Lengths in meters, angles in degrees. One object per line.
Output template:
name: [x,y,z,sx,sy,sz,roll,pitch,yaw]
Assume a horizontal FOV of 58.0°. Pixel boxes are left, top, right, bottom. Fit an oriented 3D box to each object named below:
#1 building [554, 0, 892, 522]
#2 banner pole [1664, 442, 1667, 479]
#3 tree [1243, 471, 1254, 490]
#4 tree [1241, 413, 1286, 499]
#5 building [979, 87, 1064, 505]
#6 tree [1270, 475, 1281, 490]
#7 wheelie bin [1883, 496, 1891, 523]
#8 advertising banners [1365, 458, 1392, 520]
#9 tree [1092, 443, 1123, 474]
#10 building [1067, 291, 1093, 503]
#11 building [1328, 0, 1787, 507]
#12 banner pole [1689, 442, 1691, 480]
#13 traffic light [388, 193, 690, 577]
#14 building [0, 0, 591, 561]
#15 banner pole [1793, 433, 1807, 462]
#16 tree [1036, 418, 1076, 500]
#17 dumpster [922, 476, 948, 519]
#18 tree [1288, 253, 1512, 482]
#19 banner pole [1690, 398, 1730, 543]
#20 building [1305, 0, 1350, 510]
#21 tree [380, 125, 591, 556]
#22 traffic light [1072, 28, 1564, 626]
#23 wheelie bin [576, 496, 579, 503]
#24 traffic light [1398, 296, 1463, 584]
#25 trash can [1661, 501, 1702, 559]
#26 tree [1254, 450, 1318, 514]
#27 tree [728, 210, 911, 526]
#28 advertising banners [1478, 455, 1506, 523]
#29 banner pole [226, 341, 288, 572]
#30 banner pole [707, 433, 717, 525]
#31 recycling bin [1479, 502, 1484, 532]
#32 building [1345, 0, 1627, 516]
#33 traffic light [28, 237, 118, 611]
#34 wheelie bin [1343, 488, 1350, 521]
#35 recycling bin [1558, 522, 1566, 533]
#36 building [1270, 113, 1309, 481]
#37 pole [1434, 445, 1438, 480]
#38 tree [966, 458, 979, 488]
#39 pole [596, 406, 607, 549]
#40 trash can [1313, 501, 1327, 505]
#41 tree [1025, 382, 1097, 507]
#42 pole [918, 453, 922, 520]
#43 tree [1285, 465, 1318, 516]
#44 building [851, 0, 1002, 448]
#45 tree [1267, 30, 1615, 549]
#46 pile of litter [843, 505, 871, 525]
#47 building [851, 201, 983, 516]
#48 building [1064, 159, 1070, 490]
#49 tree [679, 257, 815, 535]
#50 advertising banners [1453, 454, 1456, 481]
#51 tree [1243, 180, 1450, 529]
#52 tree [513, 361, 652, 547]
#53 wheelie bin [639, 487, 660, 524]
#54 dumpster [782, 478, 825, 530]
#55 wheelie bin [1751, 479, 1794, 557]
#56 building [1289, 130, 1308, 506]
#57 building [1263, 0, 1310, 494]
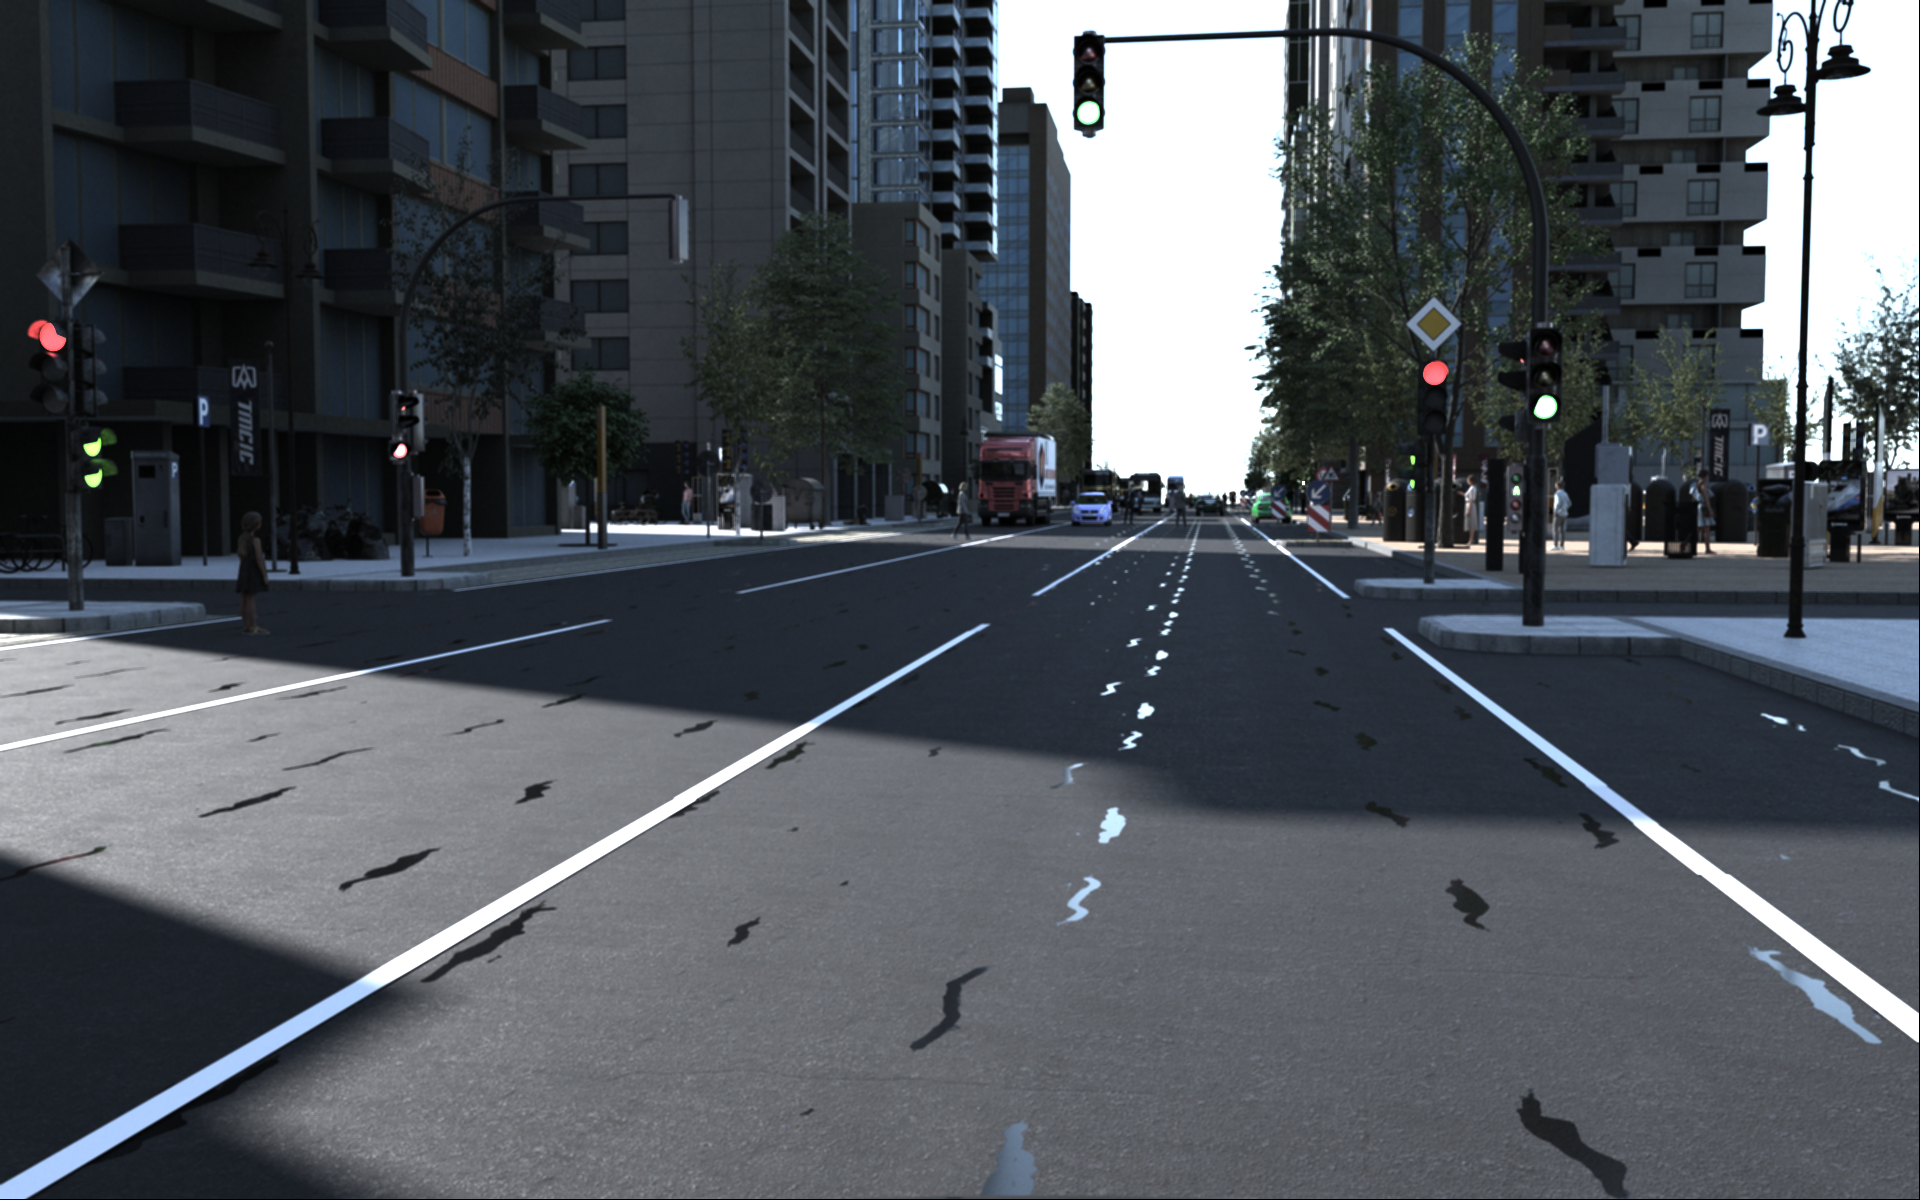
building: [-14.501,-39.872,90.165,20.563,71.187,20.611,1,4,8]
banner pole: [33.486,-5.646,82.328,0.401,3.779,0.863,2,4,27]
tree: [36.189,-13.989,212.432,4.285,4.588,4.351,0,3,0]
tree: [27.730,-12.440,153.756,4.737,8.622,4.395,0,3,0]
building: [3.507,-33.354,195.443,14.600,45.320,14.200,1,4,8]
tree: [27.672,-9.507,150.032,1.663,3.219,1.824,0,3,0]
wheelie bin: [41.333,-4.255,77.480,0.693,1.594,0.980,1,4,9]
advertising banners: [20.464,-5.411,84.650,2.074,3.025,0.090,-3,5,-40]
tree: [21.164,-18.284,249.300,4.360,8.622,3.978,0,3,0]
building: [11.872,-29.366,251.833,14.160,30.474,14.107,1,4,8]
building: [41.239,-32.805,125.600,28.713,52.752,27.495,1,4,8]
banner pole: [34.487,-5.582,81.276,0.863,3.779,0.401,1,4,20]
traffic light: [-6.516,-3.178,26.634,4.771,5.953,1.251,1,4,8]
building: [-23.229,-23.949,46.192,22.147,44.769,28.867,1,4,8]
banner pole: [34.537,-4.967,71.223,0.401,3.779,0.863,-1,4,-19]
tree: [8.953,-13.316,168.084,4.360,8.622,3.978,0,3,0]
dumpster: [-1.498,-5.432,91.303,1.502,2.255,1.985,1,4,8]
tree: [13.115,-6.220,52.053,4.737,8.622,4.395,0,3,0]
banner pole: [19.506,-3.358,44.927,0.863,3.779,0.401,2,4,30]
building: [41.653,-37.445,154.227,21.231,58.520,28.212,1,4,8]
tree: [-10.031,-5.221,35.732,4.360,8.622,3.978,0,3,0]
traffic light: [3.490,-2.588,16.974,4.771,5.953,1.251,1,4,8]
wheelie bin: [-17.916,-4.352,79.062,0.980,1.594,0.693,-1,4,-18]
traffic light: [6.708,-2.190,24.723,0.839,4.253,0.868,1,4,8]
trash can: [14.280,-1.385,34.303,0.748,1.137,0.748,0,3,0]
tree: [21.746,-7.872,112.419,4.285,4.588,4.351,0,3,0]
tree: [-5.868,-9.290,70.014,7.486,12.596,7.792,0,3,0]
advertising banners: [23.823,-4.900,76.305,2.074,3.025,0.090,3,4,38]
banner pole: [-11.500,-2.343,28.325,0.863,3.779,0.401,-2,4,-30]
banner pole: [-10.284,-4.974,71.346,0.401,3.779,0.863,-2,4,-26]
recycling bin: [17.083,-2.787,58.121,0.722,1.027,0.722,-1,4,-21]
building: [31.311,-27.833,105.182,14.600,45.320,14.200,1,4,8]
traffic light: [-9.734,-1.839,18.991,0.839,4.253,0.868,1,4,8]
wheelie bin: [18.939,-4.650,83.940,0.693,1.594,0.980,0,4,4]
recycling bin: [19.833,-2.785,58.095,0.722,1.027,0.722,-3,4,-38]
building: [51.701,-36.605,218.095,23.786,49.044,30.456,1,4,8]
pole: [19.538,-4.727,71.122,0.158,3.312,0.155,0,3,0]
tree: [2.157,-8.342,120.100,4.285,4.588,4.351,0,3,0]
pole: [-8.303,-2.832,40.143,0.158,3.312,0.155,0,3,0]
trash can: [16.147,-4.042,77.744,0.748,1.137,0.748,0,3,0]
tree: [10.261,-15.731,175.325,7.486,12.596,7.792,0,3,0]
pole: [-1.995,-5.620,85.728,0.158,3.312,0.155,0,3,0]
tree: [20.756,-6.657,103.438,1.663,3.219,1.824,0,3,0]
building: [-7.348,-50.994,146.425,22.319,86.520,31.000,1,4,8]
tree: [11.328,-7.020,40.540,9.928,11.665,9.643,0,3,0]
pile of litter: [-4.298,-3.540,71.844,1.176,0.858,1.719,0,4,-5]
building: [-14.038,-16.742,118.764,27.650,21.520,28.899,1,4,8]
building: [5.074,-34.216,209.538,14.600,45.320,14.200,1,4,8]
tree: [-6.848,-6.327,53.803,4.737,8.622,4.395,0,3,0]
advertising banners: [21.528,-4.889,76.127,0.090,3.025,2.074,0,4,2]
tree: [14.009,-8.874,63.212,7.486,12.596,7.792,0,3,0]
tree: [-9.305,-3.612,42.766,4.285,4.588,4.351,0,3,0]
wheelie bin: [-13.451,-4.114,75.173,0.693,1.594,0.980,1,4,19]
dumpster: [-5.694,-3.485,62.740,1.264,1.857,1.865,1,4,8]
wheelie bin: [16.637,-1.674,35.284,0.980,1.594,0.693,2,4,27]
building: [44.554,-31.385,196.733,14.154,41.232,14.086,1,4,8]
building: [53.596,-49.214,242.894,20.563,71.187,20.611,1,4,8]
